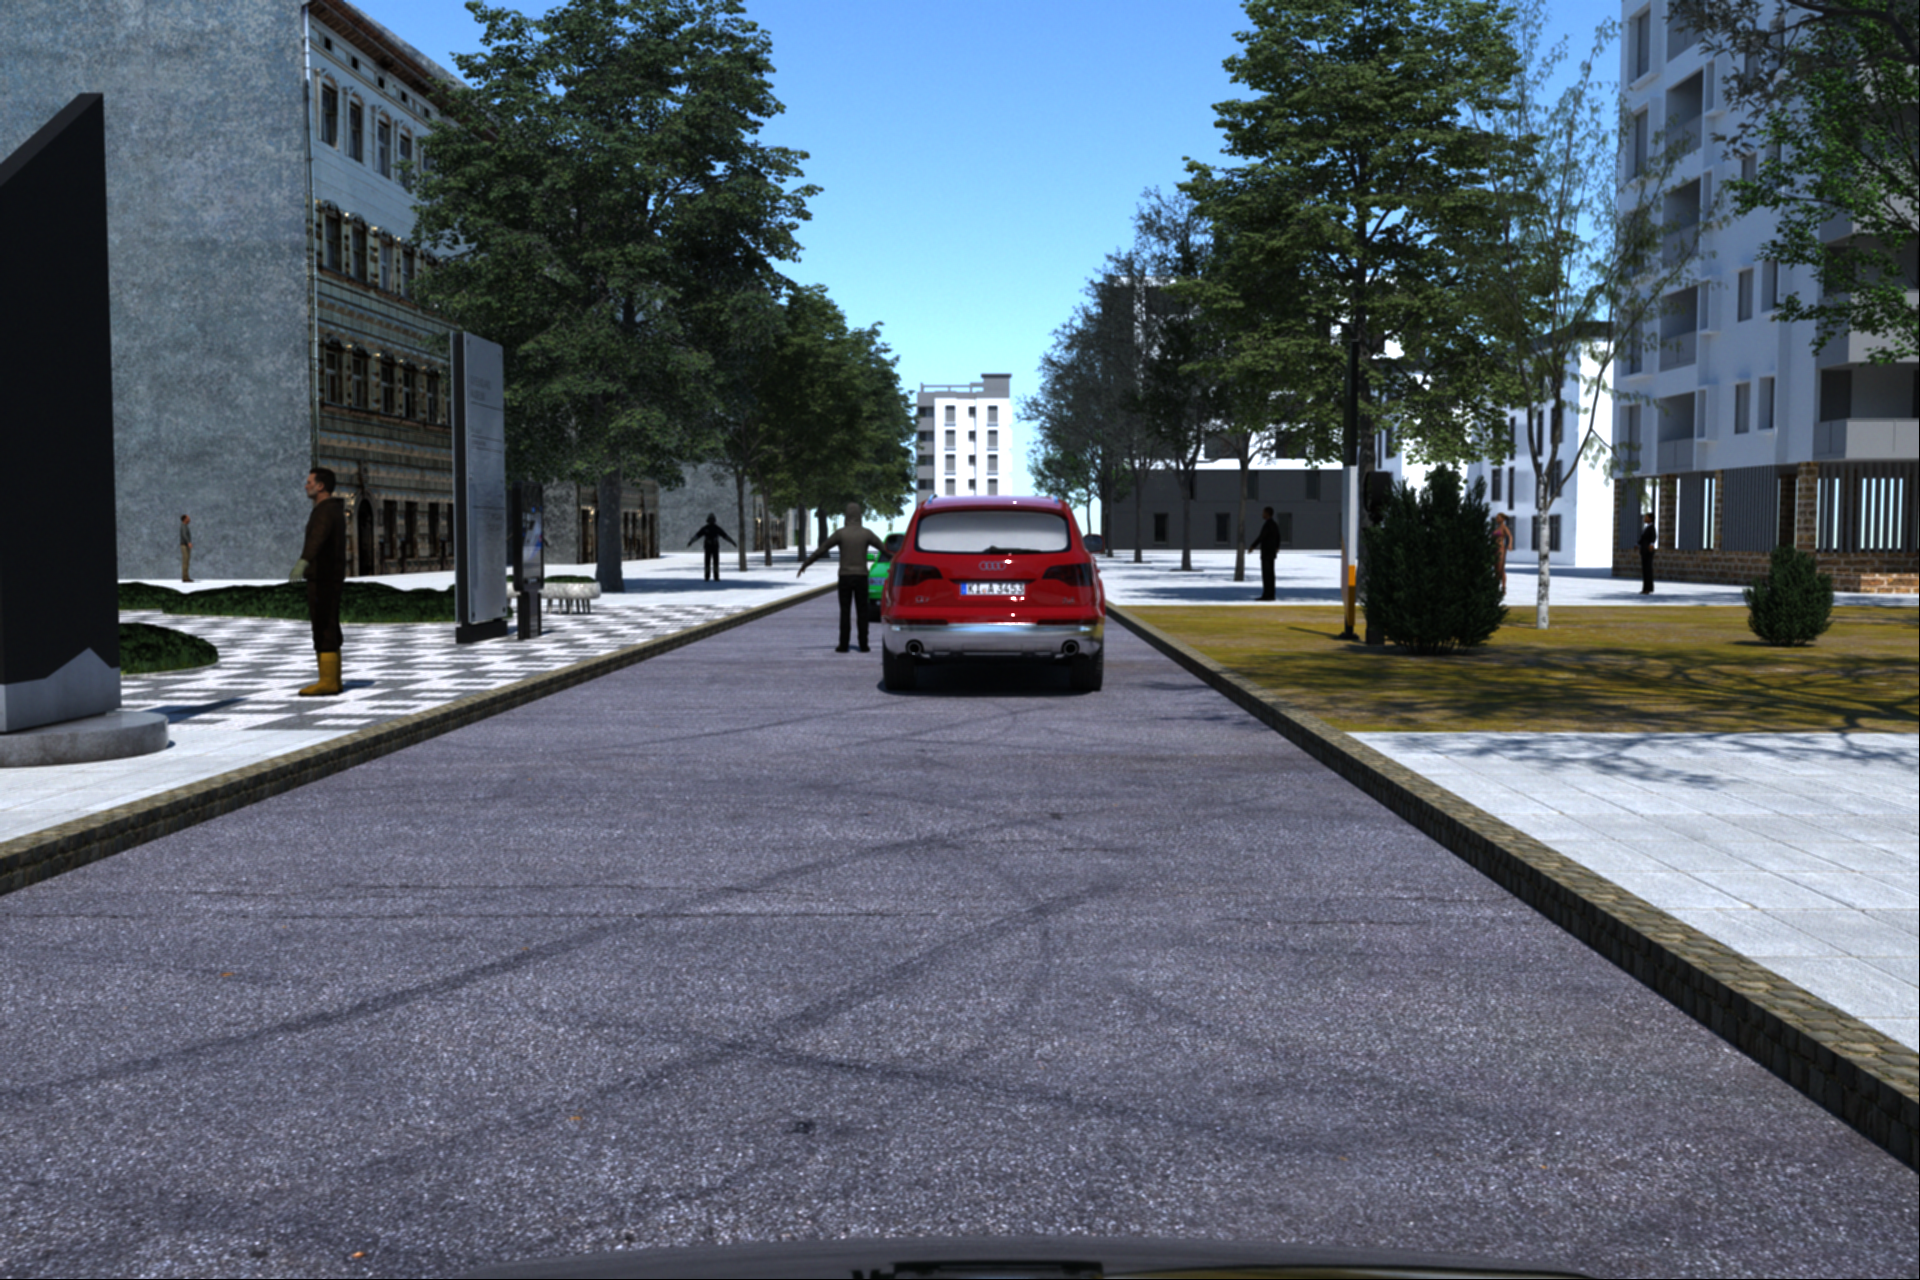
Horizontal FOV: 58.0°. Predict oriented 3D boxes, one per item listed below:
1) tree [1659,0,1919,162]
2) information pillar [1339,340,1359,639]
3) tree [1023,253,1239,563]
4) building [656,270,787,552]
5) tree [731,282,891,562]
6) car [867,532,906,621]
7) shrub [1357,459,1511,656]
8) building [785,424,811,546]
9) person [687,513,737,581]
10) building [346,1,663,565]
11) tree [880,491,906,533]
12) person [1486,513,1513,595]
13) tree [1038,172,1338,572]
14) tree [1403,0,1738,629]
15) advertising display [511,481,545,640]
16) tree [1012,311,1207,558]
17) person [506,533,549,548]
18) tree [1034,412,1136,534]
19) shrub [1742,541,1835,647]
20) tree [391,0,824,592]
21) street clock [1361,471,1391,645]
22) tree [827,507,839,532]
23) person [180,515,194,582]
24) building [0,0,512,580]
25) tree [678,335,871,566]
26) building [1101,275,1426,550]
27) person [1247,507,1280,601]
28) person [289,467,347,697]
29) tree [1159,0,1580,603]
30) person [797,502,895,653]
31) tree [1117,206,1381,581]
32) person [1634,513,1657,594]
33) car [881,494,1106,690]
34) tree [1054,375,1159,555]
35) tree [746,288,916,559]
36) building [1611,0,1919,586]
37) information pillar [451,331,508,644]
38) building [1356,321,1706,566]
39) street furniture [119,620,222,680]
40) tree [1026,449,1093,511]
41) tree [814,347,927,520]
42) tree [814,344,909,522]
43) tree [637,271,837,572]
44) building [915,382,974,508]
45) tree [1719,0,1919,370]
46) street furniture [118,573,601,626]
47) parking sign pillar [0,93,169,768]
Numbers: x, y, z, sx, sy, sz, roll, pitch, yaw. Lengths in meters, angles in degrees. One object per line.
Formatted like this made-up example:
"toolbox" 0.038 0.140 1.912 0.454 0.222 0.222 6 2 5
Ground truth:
"tree" 6.849 -6.057 9.408 12.009 13.543 11.850 0 3 0
"information pillar" 4.778 -1.828 21.238 0.183 3.616 0.504 0 4 1
"tree" 7.882 -10.110 75.663 12.009 13.543 11.850 0 3 0
"building" -23.928 -18.575 134.627 19.493 23.208 18.063 0 4 2
"tree" -6.989 -9.783 78.080 7.486 12.596 7.792 0 3 0
"car" -0.652 -1.285 29.803 1.959 1.807 4.718 0 4 1
"shrub" 5.054 -0.881 18.450 1.661 2.075 1.752 0 3 0
"building" -25.738 -19.168 179.858 16.747 18.905 31.486 0 4 2
"person" -6.772 -2.536 47.250 1.354 1.856 0.705 -1 4 -15
"building" -25.109 -15.299 81.072 19.493 23.208 18.063 0 4 1
"tree" -8.347 -15.598 205.383 4.737 8.622 4.395 0 3 0
"person" 11.373 -1.829 36.707 0.721 1.733 1.217 -1 4 -13
"tree" 7.750 -9.100 59.161 12.009 13.543 11.850 0 3 0
"tree" 7.924 -4.465 23.372 4.360 8.622 3.978 0 3 0
"advertising display" -5.306 -0.985 21.311 0.123 1.923 0.974 0 4 2
"tree" 7.977 -11.171 93.012 12.009 13.543 11.850 0 3 0
"person" -11.599 -2.451 46.197 1.348 1.813 0.705 0 4 4
"tree" 8.426 -11.117 116.180 7.601 10.594 8.767 0 4 -5
"shrub" 9.461 -0.530 19.784 1.383 1.207 1.383 0 3 0
"tree" -7.856 -8.041 38.130 9.857 13.997 8.962 0 3 0
"street clock" 4.810 -0.945 20.014 0.358 2.002 0.471 0 4 2
"tree" -14.738 -15.414 202.388 4.737 8.622 4.395 0 3 0
"person" -20.620 -2.442 46.196 0.705 1.796 1.348 -2 4 -26
"building" -26.991 -13.838 57.172 19.493 23.208 18.063 0 4 2
"tree" -7.586 -8.241 69.147 8.767 10.594 7.601 0 4 5
"building" 26.252 -18.910 153.158 27.936 21.610 32.646 0 4 1
"person" 5.896 -1.655 33.279 0.704 1.802 1.346 2 4 33
"person" -5.103 -0.470 13.819 0.704 1.812 1.346 -1 4 -10
"tree" 7.288 -6.983 32.296 7.486 12.596 7.792 0 3 0
"person" -1.296 -0.760 21.008 1.348 1.813 0.705 -1 4 -9
"tree" 7.904 -6.868 46.696 7.601 10.594 8.767 -1 4 -12
"person" 14.614 -1.851 36.990 0.721 1.740 1.216 0 4 6
"car" 0.344 -0.536 17.435 2.281 1.827 5.304 0 4 1
"tree" 8.974 -11.051 106.446 9.928 11.665 9.643 0 3 0
"tree" -7.086 -11.176 89.381 9.857 13.997 8.962 0 3 0
"building" 24.545 -11.814 49.578 16.016 20.090 11.380 0 4 1
"information pillar" -5.804 -1.813 20.953 0.184 3.620 1.656 0 4 0
"building" 25.499 -8.583 82.474 9.099 9.664 28.070 0 4 1
"street furniture" -11.905 0.045 14.889 10.072 0.657 5.734 -2 4 -35
"tree" 11.992 -17.144 206.057 9.928 11.665 9.643 0 3 0
"tree" -6.930 -12.831 116.446 9.857 13.997 8.962 0 3 0
"tree" -6.977 -11.378 104.155 7.486 12.596 7.792 0 3 0
"tree" -7.698 -7.605 58.753 7.601 10.594 8.767 -3 5 -40
"building" -4.978 -21.387 208.559 11.380 20.090 16.016 0 4 5
"tree" 16.616 -6.252 27.984 9.928 11.665 9.643 0 3 0
"street furniture" -10.602 -0.770 28.222 10.072 0.657 5.734 2 4 34
"parking sign pillar" -5.439 -1.320 10.051 1.447 3.967 1.447 0 4 1
